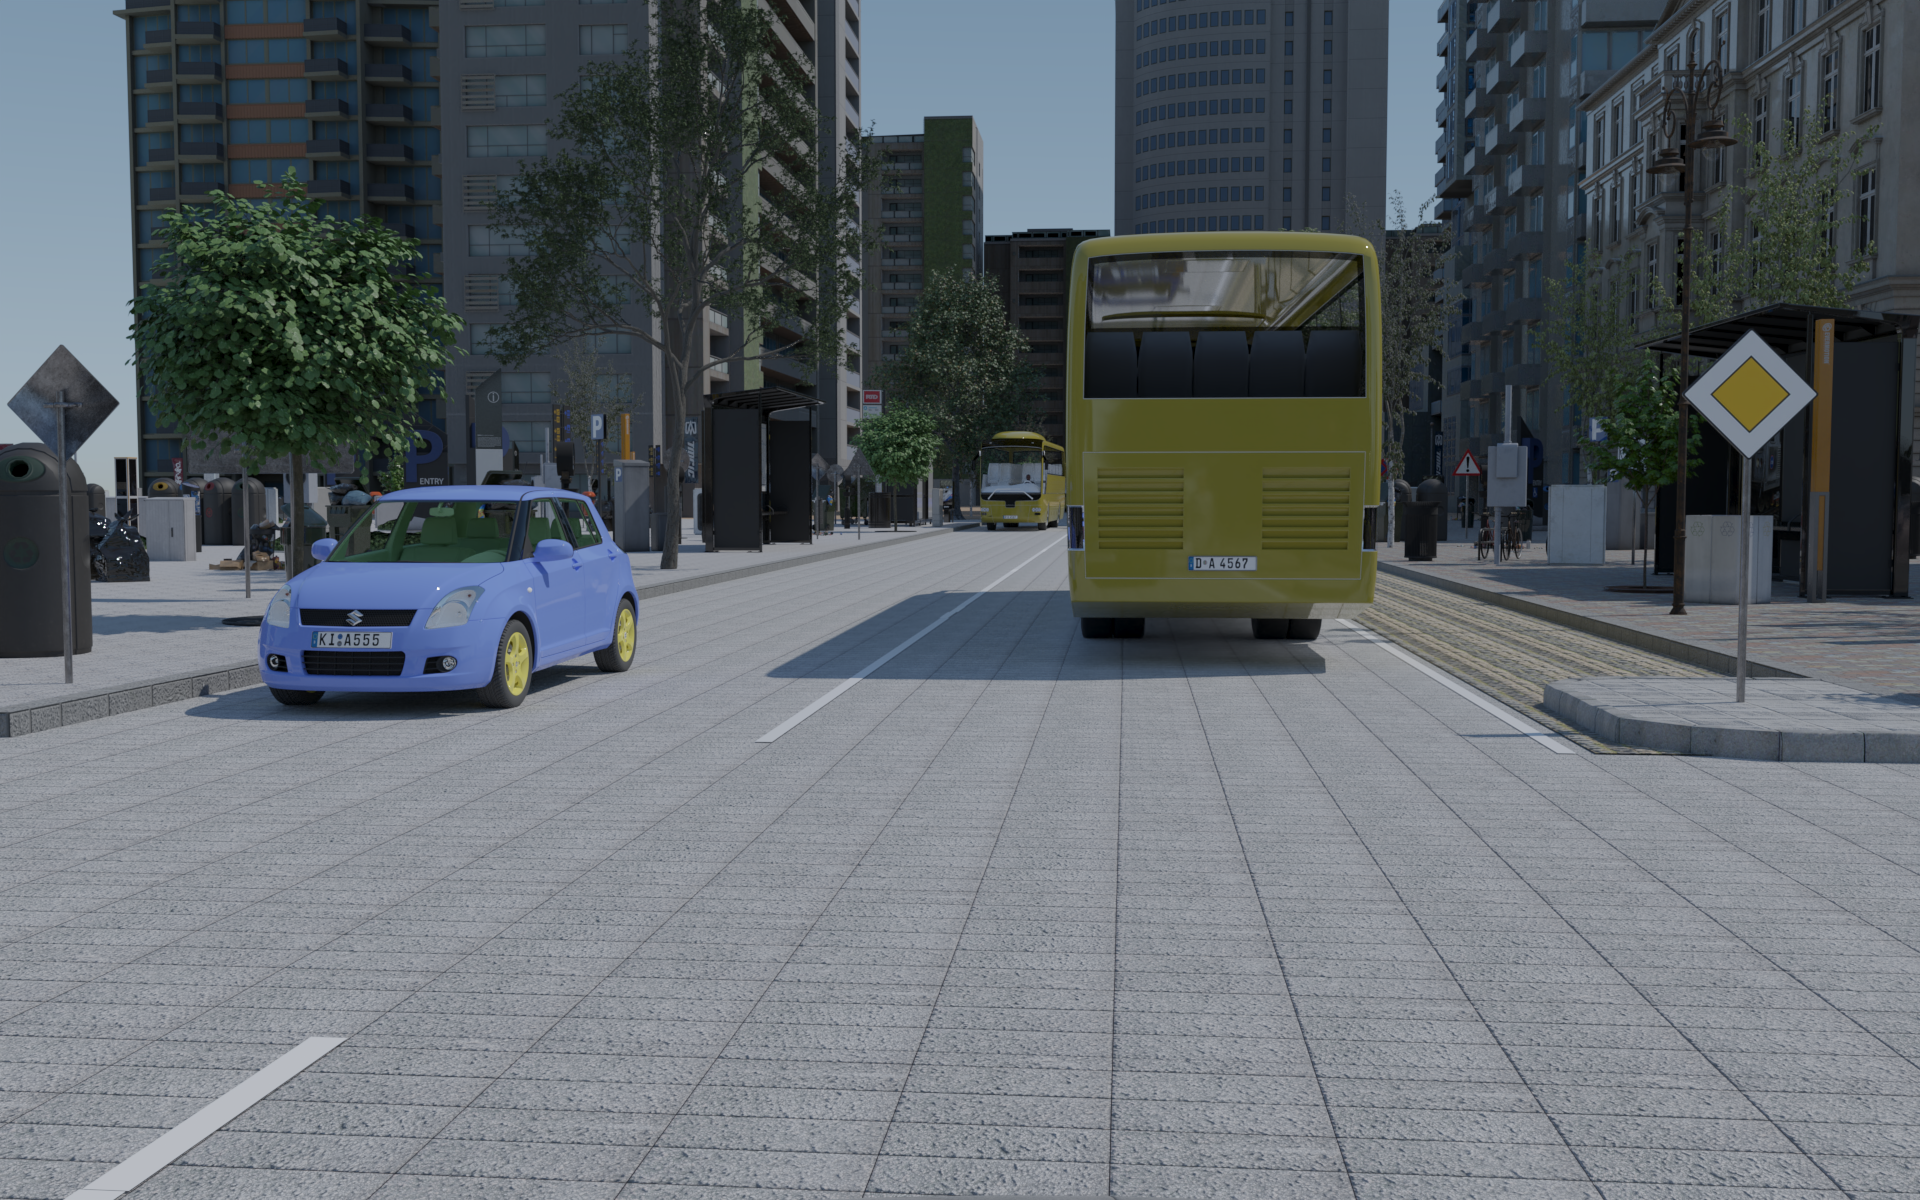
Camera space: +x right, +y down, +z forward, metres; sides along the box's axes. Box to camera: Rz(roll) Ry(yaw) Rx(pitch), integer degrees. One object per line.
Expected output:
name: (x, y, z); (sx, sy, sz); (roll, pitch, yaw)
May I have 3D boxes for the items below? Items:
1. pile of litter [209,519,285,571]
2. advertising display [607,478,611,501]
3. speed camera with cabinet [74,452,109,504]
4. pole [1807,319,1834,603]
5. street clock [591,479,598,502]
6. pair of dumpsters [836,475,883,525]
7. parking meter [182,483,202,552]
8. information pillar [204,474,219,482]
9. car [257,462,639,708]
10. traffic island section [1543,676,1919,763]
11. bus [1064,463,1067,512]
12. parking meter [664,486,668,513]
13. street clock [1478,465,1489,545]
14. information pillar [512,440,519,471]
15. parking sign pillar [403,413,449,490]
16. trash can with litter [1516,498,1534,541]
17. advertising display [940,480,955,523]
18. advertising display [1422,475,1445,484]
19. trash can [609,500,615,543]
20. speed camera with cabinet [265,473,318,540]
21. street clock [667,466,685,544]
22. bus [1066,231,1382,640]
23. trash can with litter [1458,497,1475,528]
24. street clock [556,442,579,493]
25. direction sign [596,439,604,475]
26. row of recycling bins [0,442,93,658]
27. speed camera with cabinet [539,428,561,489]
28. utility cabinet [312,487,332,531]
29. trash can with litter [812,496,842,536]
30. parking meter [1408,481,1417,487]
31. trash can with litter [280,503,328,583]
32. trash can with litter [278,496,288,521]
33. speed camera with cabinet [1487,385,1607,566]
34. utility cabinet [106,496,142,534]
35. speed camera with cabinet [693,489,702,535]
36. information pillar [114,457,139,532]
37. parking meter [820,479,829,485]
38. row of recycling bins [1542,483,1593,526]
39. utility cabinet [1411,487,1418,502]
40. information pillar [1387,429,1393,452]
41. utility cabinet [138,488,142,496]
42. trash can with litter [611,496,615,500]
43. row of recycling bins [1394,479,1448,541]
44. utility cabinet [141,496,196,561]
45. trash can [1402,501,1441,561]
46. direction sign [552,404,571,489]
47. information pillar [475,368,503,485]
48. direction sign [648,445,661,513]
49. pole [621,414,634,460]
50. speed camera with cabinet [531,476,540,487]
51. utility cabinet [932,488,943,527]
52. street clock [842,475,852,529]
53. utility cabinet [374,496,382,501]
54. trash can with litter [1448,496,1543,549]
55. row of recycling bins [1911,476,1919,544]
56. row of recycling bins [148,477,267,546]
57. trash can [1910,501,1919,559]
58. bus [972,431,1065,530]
pile of litter: (-11.981, -0.940, 29.332); (1.719, 0.858, 1.176); (3, 5, 42)
advertising display: (-14.154, -3.955, 69.877); (0.123, 1.923, 0.974); (-1, 4, -11)
speed camera with cabinet: (-35.323, -4.623, 69.930); (0.660, 3.252, 2.038); (1, 4, 15)
pole: (10.106, -1.620, 20.335); (0.158, 3.312, 0.155); (0, 3, 0)
street clock: (-17.191, -4.706, 81.507); (0.471, 2.002, 0.358); (-1, 4, -16)
pair of dumpsters: (-4.187, -4.313, 73.008); (1.574, 2.255, 4.437); (0, 4, 5)
parking meter: (-16.899, -1.816, 38.099); (0.372, 1.533, 0.369); (0, 3, 0)
information pillar: (-25.808, -4.179, 59.686); (0.504, 3.616, 0.183); (-1, 4, -19)
car: (-3.657, -0.195, 12.782); (1.945, 1.707, 3.694); (0, 4, 7)
traffic island section: (4.832, 0.709, 10.687); (2.009, 0.180, 2.903); (0, 4, 5)
bus: (9.191, -8.947, 137.828); (2.896, 3.916, 12.252); (0, 4, 5)
parking meter: (-9.286, -2.883, 55.555); (0.372, 1.533, 0.369); (0, 3, 0)
street clock: (13.074, -2.359, 43.139); (0.358, 2.002, 0.471); (1, 4, 11)
information pillar: (-19.425, -5.163, 75.775); (0.183, 3.616, 0.504); (1, 4, 10)
parking sign pillar: (-16.227, -3.924, 52.637); (1.447, 3.967, 1.447); (-1, 4, -16)
trash can with litter: (15.408, -2.208, 47.487); (0.624, 1.170, 1.055); (1, 4, 19)
advertising display: (-0.579, -4.438, 77.775); (0.123, 1.923, 0.974); (-3, 4, -37)
advertising display: (15.960, -3.257, 58.465); (0.123, 1.923, 0.974); (-2, 4, -27)
trash can: (-8.013, -1.823, 41.458); (0.748, 1.137, 0.748); (0, 3, 0)
speed camera with cabinet: (-17.739, -3.087, 44.808); (2.038, 3.252, 0.660); (0, 4, 3)
street clock: (-7.236, -2.421, 44.147); (0.358, 2.002, 0.471); (-3, 5, -43)
bus: (2.614, -1.737, 19.954); (2.896, 3.916, 12.252); (0, 4, 5)
trash can with litter: (19.233, -3.329, 65.810); (0.624, 1.170, 1.055); (1, 4, 13)
street clock: (-5.465, -1.192, 24.055); (0.358, 2.002, 0.471); (-1, 4, -9)
direction sign: (-14.819, -4.854, 71.353); (0.379, 3.537, 0.876); (0, 4, 5)
row of recycling bins: (-8.760, -0.427, 14.088); (3.534, 1.692, 1.069); (0, 4, 7)
speed camera with cabinet: (-11.937, -3.472, 51.101); (0.660, 3.252, 2.038); (-1, 4, -16)
utility cabinet: (-20.264, -2.861, 55.456); (0.318, 1.500, 1.173); (2, 4, 34)
trash can with litter: (-4.513, -2.632, 54.095); (1.678, 1.210, 2.233); (0, 4, -5)
parking meter: (20.007, -4.343, 76.716); (0.399, 1.863, 0.255); (1, 4, 23)
trash can with litter: (-8.568, -0.718, 23.130); (1.055, 1.170, 0.624); (2, 4, 30)
trash can with litter: (-32.900, -4.375, 82.589); (2.233, 1.210, 1.678); (0, 4, -5)
speed camera with cabinet: (10.670, -2.272, 31.479); (2.038, 3.252, 0.660); (1, 4, 19)
utility cabinet: (-22.825, -2.222, 47.490); (1.020, 1.237, 0.306); (-1, 4, -18)
speed camera with cabinet: (-7.358, -3.687, 54.620); (2.038, 3.252, 0.660); (0, 4, 3)
information pillar: (-16.608, -1.837, 34.533); (0.304, 2.012, 0.304); (1, 4, 10)
parking meter: (-5.254, -3.748, 66.994); (0.399, 1.863, 0.255); (0, 4, -4)
row of recycling bins: (22.174, -3.522, 64.694); (3.534, 1.692, 1.069); (0, 4, -8)
utility cabinet: (14.288, -2.811, 54.634); (1.173, 1.500, 0.318); (-2, 4, -26)
information pillar: (15.071, -4.246, 60.777); (0.183, 3.616, 0.504); (0, 3, 0)
utility cabinet: (-27.192, -2.955, 56.994); (0.318, 1.500, 1.173); (-3, 4, -38)
trash can with litter: (-17.123, -4.708, 88.035); (2.233, 1.210, 1.678); (0, 4, 2)
row of recycling bins: (11.636, -2.489, 47.809); (3.534, 1.692, 1.069); (1, 4, 13)
utility cabinet: (-15.152, -1.350, 33.238); (1.020, 1.237, 0.306); (2, 4, 24)
trash can: (8.835, -1.318, 33.202); (0.748, 1.137, 0.748); (0, 3, 0)
direction sign: (-10.118, -3.185, 44.073); (0.379, 3.537, 0.876); (1, 4, 16)
information pillar: (-8.686, -2.487, 32.021); (0.504, 3.616, 0.183); (-1, 4, -21)
direction sign: (-14.090, -5.380, 79.966); (0.876, 3.537, 0.379); (3, 5, 43)
pole: (-8.502, -3.073, 44.079); (0.158, 3.312, 0.155); (0, 3, 0)
speed camera with cabinet: (-21.460, -5.692, 87.405); (0.660, 3.252, 2.038); (-2, 4, -27)
utility cabinet: (-0.867, -3.624, 67.930); (0.318, 1.500, 1.173); (0, 4, 6)
street clock: (-4.157, -3.618, 63.719); (0.358, 2.002, 0.471); (-1, 4, -16)
utility cabinet: (-21.597, -3.326, 65.542); (1.020, 1.237, 0.306); (-2, 4, -31)
trash can with litter: (12.800, -1.842, 41.169); (1.678, 1.210, 2.233); (-2, 4, -25)
row of recycling bins: (21.954, -2.062, 40.822); (3.534, 1.692, 1.069); (3, 4, 38)
row of recycling bins: (-18.982, -2.237, 43.695); (3.534, 1.692, 1.069); (1, 4, 21)
trash can: (18.724, -1.387, 34.332); (0.748, 1.137, 0.748); (0, 3, 0)
bus: (2.670, -4.890, 71.504); (2.896, 3.916, 12.252); (0, 4, 7)
